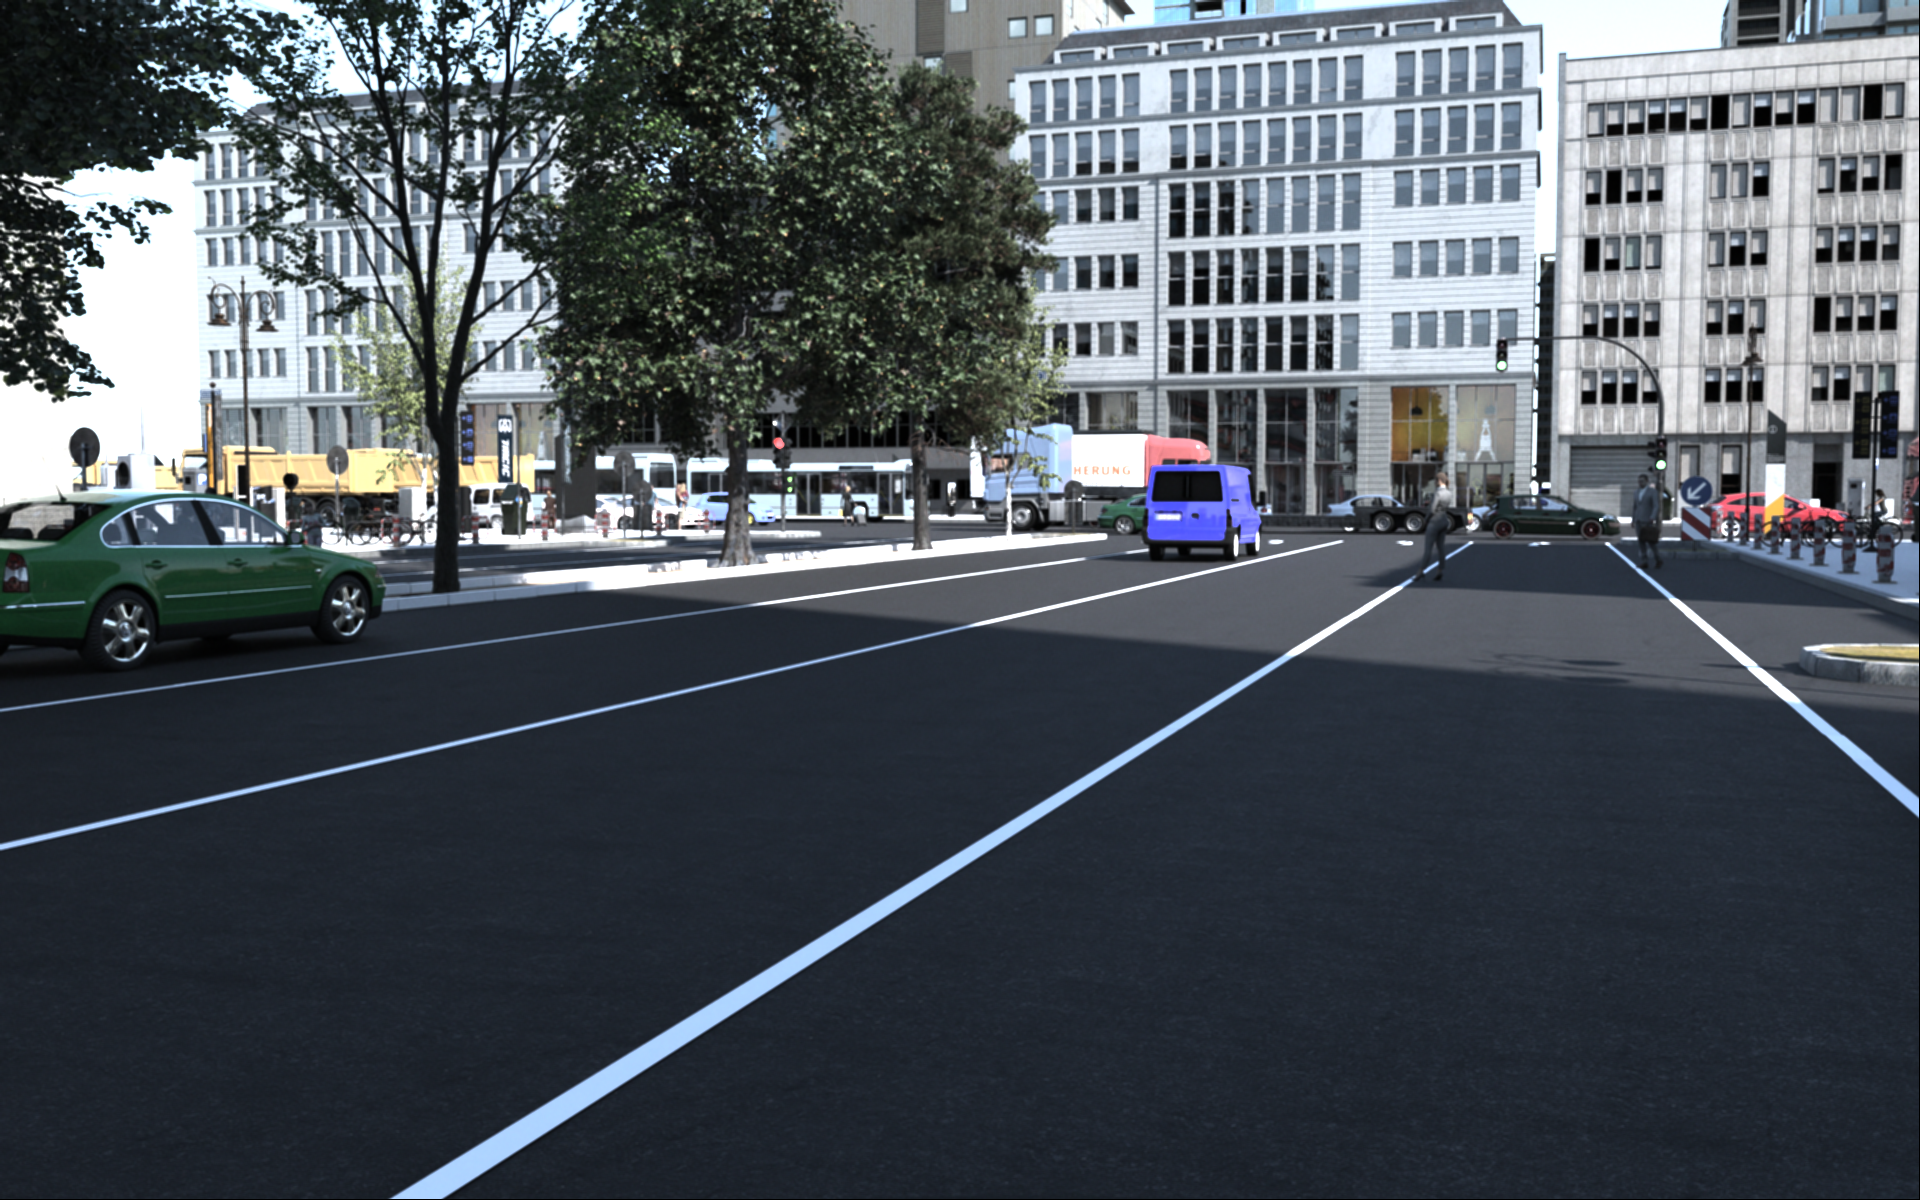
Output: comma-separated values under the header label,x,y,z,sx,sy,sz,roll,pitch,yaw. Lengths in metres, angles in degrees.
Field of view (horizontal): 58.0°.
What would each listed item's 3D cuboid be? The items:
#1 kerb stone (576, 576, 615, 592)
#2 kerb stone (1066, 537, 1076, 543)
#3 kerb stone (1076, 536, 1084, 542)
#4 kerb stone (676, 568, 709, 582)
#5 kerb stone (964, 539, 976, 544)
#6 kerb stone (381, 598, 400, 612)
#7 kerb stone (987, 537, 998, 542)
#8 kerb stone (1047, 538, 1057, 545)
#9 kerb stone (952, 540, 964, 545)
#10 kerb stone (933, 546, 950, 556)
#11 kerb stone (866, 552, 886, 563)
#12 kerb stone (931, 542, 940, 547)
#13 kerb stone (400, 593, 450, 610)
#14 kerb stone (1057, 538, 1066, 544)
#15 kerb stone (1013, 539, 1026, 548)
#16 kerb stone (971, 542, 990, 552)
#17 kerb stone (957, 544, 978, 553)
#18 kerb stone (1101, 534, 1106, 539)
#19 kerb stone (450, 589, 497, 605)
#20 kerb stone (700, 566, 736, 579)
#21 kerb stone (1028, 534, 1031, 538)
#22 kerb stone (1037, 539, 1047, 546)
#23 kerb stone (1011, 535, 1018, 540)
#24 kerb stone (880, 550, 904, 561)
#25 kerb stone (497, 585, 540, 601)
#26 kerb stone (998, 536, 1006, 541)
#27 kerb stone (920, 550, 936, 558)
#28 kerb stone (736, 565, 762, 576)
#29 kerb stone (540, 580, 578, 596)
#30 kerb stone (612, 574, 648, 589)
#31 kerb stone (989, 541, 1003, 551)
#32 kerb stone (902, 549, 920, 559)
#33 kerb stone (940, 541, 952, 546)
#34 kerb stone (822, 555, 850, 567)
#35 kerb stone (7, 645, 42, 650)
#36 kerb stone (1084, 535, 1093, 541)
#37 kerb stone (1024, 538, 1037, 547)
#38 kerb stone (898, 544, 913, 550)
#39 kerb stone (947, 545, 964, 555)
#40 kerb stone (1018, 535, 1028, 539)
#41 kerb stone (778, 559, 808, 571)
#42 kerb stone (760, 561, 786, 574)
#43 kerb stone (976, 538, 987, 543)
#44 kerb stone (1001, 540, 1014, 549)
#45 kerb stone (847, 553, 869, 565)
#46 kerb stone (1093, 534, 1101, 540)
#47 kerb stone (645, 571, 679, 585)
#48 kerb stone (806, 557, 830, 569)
label,x,y,z,sx,sy,sz,roll,pitch,yaw
kerb stone,-5.467,-0.214,25.689,0.120,0.150,1.000,1,4,19
kerb stone,3.141,-1.762,51.009,0.120,0.150,1.000,1,4,19
kerb stone,3.470,-1.822,51.987,0.120,0.150,1.000,1,4,19
kerb stone,-4.476,-0.392,28.608,0.120,0.150,1.000,1,4,19
kerb stone,0.167,-1.626,48.787,0.120,0.150,1.000,1,4,19
kerb stone,-7.123,0.085,20.813,0.120,0.150,1.000,1,4,19
kerb stone,0.835,-1.744,50.740,0.120,0.150,1.000,1,4,19
kerb stone,2.479,-1.643,49.065,0.120,0.150,1.000,1,4,19
kerb stone,-0.170,-1.566,47.806,0.120,0.150,1.000,1,4,19
kerb stone,-0.503,-1.097,40.285,0.120,0.150,1.000,1,4,19
kerb stone,-1.835,-0.867,36.386,0.120,0.150,1.000,1,4,19
kerb stone,-0.829,-1.446,45.857,0.120,0.150,1.000,1,4,19
kerb stone,-6.797,0.027,21.787,0.120,0.150,1.000,1,4,19
kerb stone,2.802,-1.699,50.040,0.120,0.150,1.000,1,4,19
kerb stone,1.483,-1.464,46.139,0.120,0.150,1.000,1,4,19
kerb stone,0.485,-1.286,43.220,0.120,0.150,1.000,1,4,19
kerb stone,0.156,-1.226,42.241,0.120,0.150,1.000,1,4,19
kerb stone,4.464,-2.001,54.918,0.120,0.150,1.000,1,4,19
kerb stone,-6.461,-0.033,22.761,0.120,0.150,1.000,1,4,19
kerb stone,-4.149,-0.450,29.582,0.120,0.150,1.000,1,4,19
kerb stone,2.154,-1.984,54.638,0.120,0.150,1.000,1,4,19
kerb stone,2.148,-1.583,48.094,0.120,0.150,1.000,1,4,19
kerb stone,1.492,-1.865,52.691,0.120,0.150,1.000,1,4,19
kerb stone,-1.496,-0.923,37.362,0.120,0.150,1.000,1,4,19
kerb stone,-6.126,-0.091,23.741,0.120,0.150,1.000,1,4,19
kerb stone,1.162,-1.806,51.719,0.120,0.150,1.000,1,4,19
kerb stone,-0.831,-1.041,39.308,0.120,0.150,1.000,1,4,19
kerb stone,-3.813,-0.511,30.552,0.120,0.150,1.000,1,4,19
kerb stone,-5.807,-0.151,24.717,0.120,0.150,1.000,1,4,19
kerb stone,-5.135,-0.269,26.661,0.120,0.150,1.000,1,4,19
kerb stone,0.819,-1.345,44.193,0.120,0.150,1.000,1,4,19
kerb stone,-1.167,-0.987,38.338,0.120,0.150,1.000,1,4,19
kerb stone,-0.503,-1.501,46.835,0.120,0.150,1.000,1,4,19
kerb stone,-2.491,-0.748,34.440,0.120,0.150,1.000,1,4,19
kerb stone,-8.786,0.383,15.942,0.120,0.150,1.000,1,4,19
kerb stone,3.799,-1.882,52.966,0.120,0.150,1.000,1,4,19
kerb stone,1.824,-1.523,47.108,0.120,0.150,1.000,1,4,19
kerb stone,-1.497,-1.328,43.914,0.120,0.150,1.000,1,4,19
kerb stone,-0.179,-1.164,41.259,0.120,0.150,1.000,1,4,19
kerb stone,1.826,-1.925,53.665,0.120,0.150,1.000,1,4,19
kerb stone,-3.154,-0.630,32.497,0.120,0.150,1.000,1,4,19
kerb stone,-3.485,-0.569,31.525,0.120,0.150,1.000,1,4,19
kerb stone,0.504,-1.686,49.769,0.120,0.150,1.000,1,4,19
kerb stone,1.149,-1.398,45.169,0.120,0.150,1.000,1,4,19
kerb stone,-2.162,-0.808,35.412,0.120,0.150,1.000,1,4,19
kerb stone,4.140,-1.933,53.944,0.120,0.150,1.000,1,4,19
kerb stone,-4.818,-0.333,27.638,0.120,0.150,1.000,1,4,19
kerb stone,-2.823,-0.684,33.469,0.120,0.150,1.000,1,4,19
